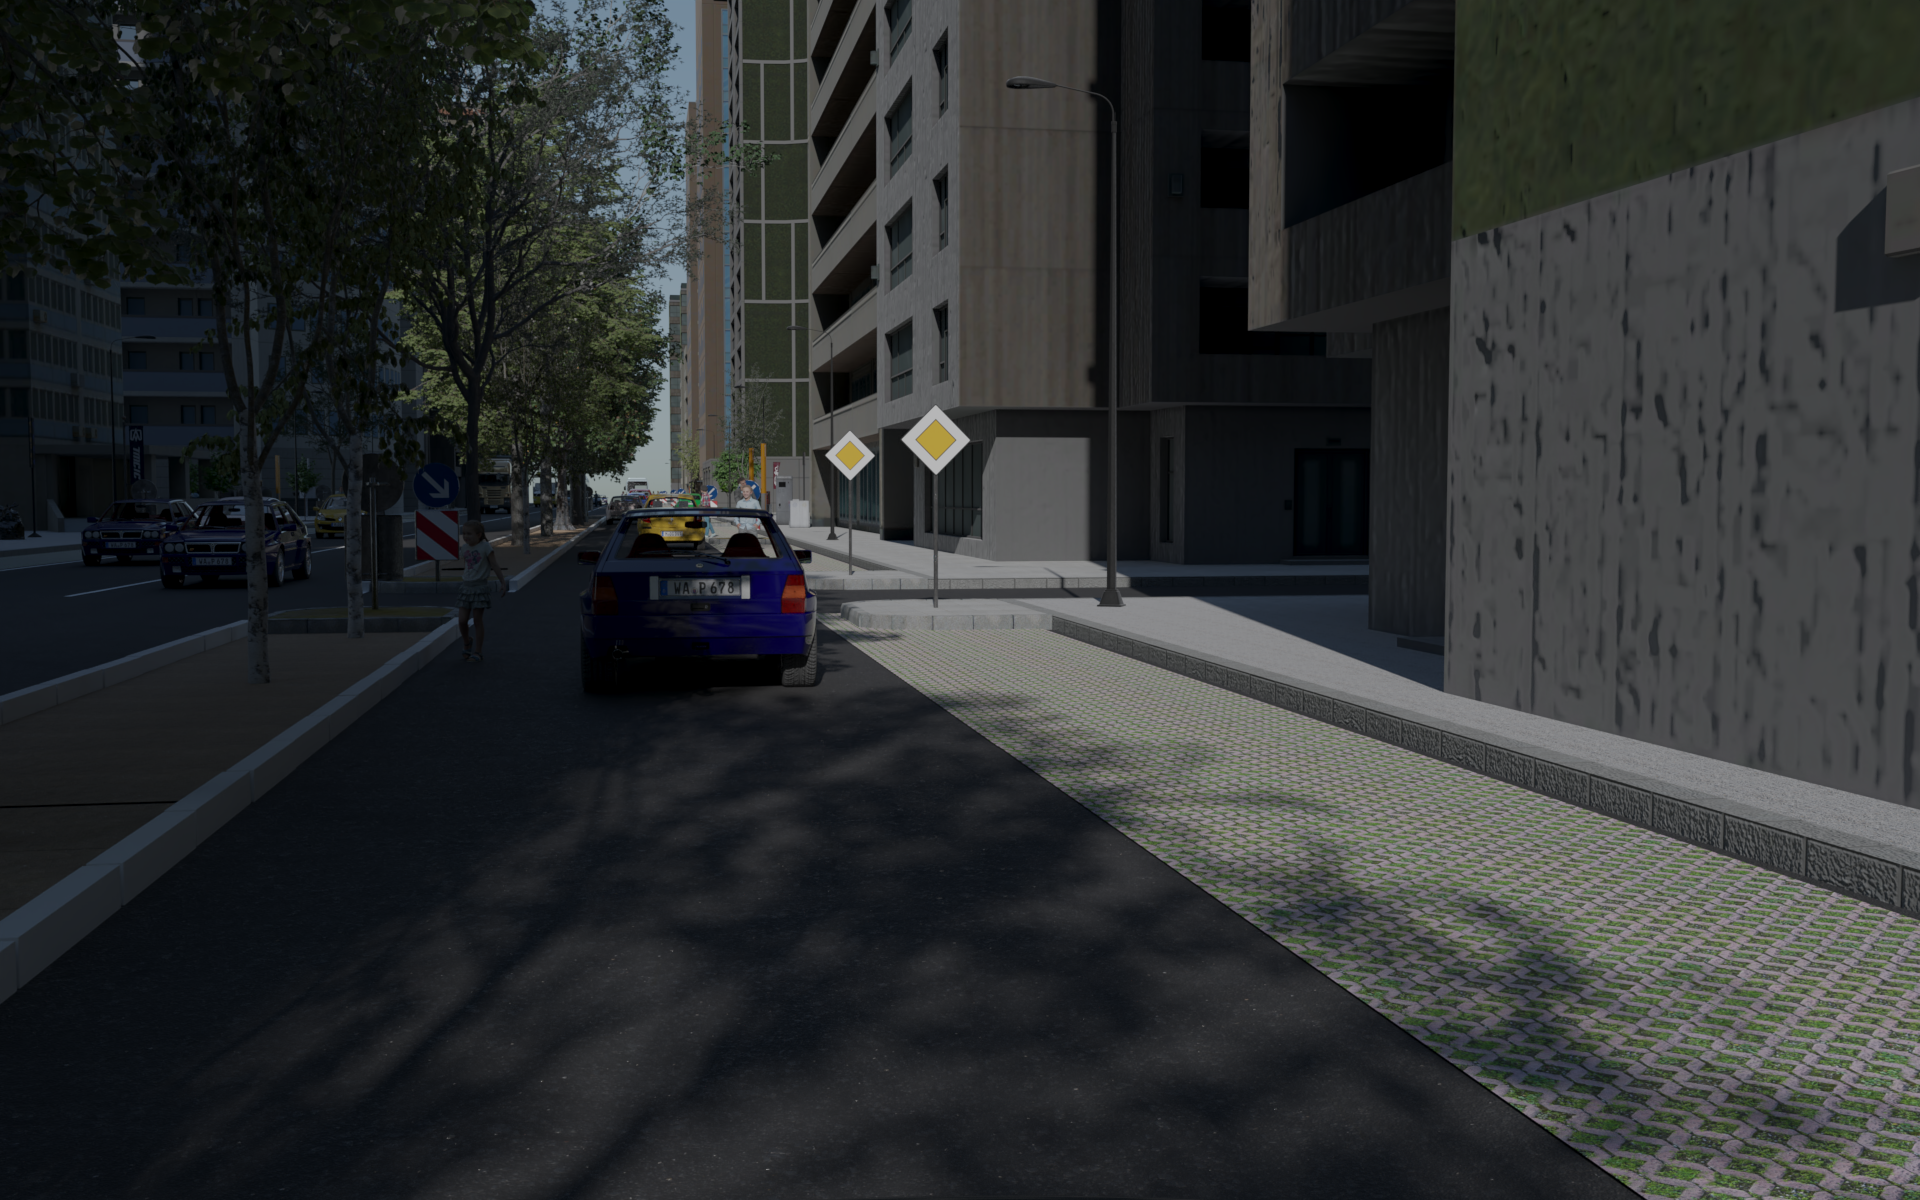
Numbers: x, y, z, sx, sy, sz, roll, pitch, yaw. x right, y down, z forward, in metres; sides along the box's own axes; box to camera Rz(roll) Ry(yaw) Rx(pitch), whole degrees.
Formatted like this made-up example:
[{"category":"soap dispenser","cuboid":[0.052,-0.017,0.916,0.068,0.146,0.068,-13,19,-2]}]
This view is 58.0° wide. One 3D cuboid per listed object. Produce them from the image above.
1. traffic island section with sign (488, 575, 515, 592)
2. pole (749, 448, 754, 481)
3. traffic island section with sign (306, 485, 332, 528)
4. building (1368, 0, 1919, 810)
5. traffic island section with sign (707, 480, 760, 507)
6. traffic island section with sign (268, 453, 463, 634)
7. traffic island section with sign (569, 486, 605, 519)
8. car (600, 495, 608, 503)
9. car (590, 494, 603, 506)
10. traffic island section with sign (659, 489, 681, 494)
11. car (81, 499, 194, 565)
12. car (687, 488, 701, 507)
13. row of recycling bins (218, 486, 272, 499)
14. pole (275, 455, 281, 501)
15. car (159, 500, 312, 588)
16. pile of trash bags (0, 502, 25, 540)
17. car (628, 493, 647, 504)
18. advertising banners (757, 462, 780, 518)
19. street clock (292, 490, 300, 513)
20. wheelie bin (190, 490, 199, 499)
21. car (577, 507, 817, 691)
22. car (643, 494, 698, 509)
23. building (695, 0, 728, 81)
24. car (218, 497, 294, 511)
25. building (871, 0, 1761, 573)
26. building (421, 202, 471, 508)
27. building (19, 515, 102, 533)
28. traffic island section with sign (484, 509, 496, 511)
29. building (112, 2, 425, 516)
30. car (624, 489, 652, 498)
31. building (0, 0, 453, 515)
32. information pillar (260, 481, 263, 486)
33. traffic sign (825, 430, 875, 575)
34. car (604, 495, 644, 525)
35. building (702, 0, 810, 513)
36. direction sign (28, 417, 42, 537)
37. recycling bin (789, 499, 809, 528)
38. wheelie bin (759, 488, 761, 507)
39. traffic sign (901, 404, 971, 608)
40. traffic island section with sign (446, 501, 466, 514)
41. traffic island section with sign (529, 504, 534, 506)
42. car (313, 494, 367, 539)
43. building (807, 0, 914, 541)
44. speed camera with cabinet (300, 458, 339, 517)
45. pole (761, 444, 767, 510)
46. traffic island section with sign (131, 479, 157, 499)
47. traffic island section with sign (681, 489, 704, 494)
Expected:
[{"category":"traffic island section with sign","cuboid":[-7.756,-1.089,25.941,2.006,1.907,1.989,-1,4,-10]},{"category":"pole","cuboid":[-9.259,-5.084,76.964,0.158,3.312,0.155,0,3,0]},{"category":"traffic island section with sign","cuboid":[-26.897,-3.947,73.155,1.989,1.847,2.006,-1,4,-10]},{"category":"building","cuboid":[9.644,-14.795,13.598,14.160,30.474,14.107,-1,4,-10]},{"category":"traffic island section with sign","cuboid":[-6.227,-2.522,49.860,1.989,1.847,2.006,-1,4,-10]},{"category":"traffic island section with sign","cuboid":[-6.412,-0.643,18.656,2.006,1.907,1.989,-1,4,-10]},{"category":"traffic island section with sign","cuboid":[-21.496,-5.607,99.817,2.006,1.907,1.989,-1,4,-10]},{"category":"car","cuboid":[-50.794,-14.232,245.277,1.945,1.354,3.894,-1,4,-12]},{"category":"car","cuboid":[-44.257,-12.228,209.716,2.009,1.686,4.222,-1,4,-10]},{"category":"traffic island section with sign","cuboid":[-25.256,-8.783,152.224,1.989,1.847,2.006,-1,4,-10]},{"category":"car","cuboid":[-16.996,-1.439,36.116,1.945,1.354,3.894,-1,4,-12]},{"category":"car","cuboid":[-17.550,-6.334,112.357,1.959,1.807,4.718,-1,4,-12]},{"category":"row of recycling bins","cuboid":[-37.866,-5.106,90.603,3.534,1.692,1.069,-1,4,-17]},{"category":"pole","cuboid":[-35.942,-5.960,91.290,0.158,3.312,0.155,0,3,0]},{"category":"car","cuboid":[-11.575,-0.931,27.799,1.945,1.354,3.894,-1,4,-11]},{"category":"pile of trash bags","cuboid":[-28.044,-2.351,48.189,3.447,1.369,1.912,-3,4,-39]},{"category":"car","cuboid":[-21.848,-6.563,116.889,1.945,1.707,3.694,-1,4,-11]},{"category":"advertising banners","cuboid":[-10.491,-5.966,93.725,0.090,3.025,2.074,3,5,43]},{"category":"street clock","cuboid":[-31.633,-4.769,82.536,0.471,2.002,0.358,-2,4,-34]},{"category":"wheelie bin","cuboid":[-41.573,-5.281,94.250,0.693,1.594,0.980,-3,4,-37]},{"category":"car","cuboid":[-2.136,-0.090,14.059,1.945,1.354,3.894,-1,4,-9]},{"category":"car","cuboid":[-7.559,-2.140,45.218,2.015,1.641,3.980,-1,4,-11]},{"category":"building","cuboid":[-14.271,-30.072,141.791,14.600,45.320,14.200,-1,4,-10]},{"category":"car","cuboid":[-18.093,-1.925,43.837,2.083,1.381,4.827,-1,4,-9]},{"category":"building","cuboid":[5.972,-16.175,36.163,14.107,30.474,14.160,-1,4,-10]},{"category":"building","cuboid":[-51.548,-23.458,155.236,14.160,30.474,14.107,-1,4,-10]},{"category":"building","cuboid":[-45.346,-22.656,62.309,32.217,40.220,23.993,-1,4,-10]},{"category":"traffic island section with sign","cuboid":[-41.063,-8.604,149.307,1.989,1.847,2.006,-1,4,-10]},{"category":"building","cuboid":[-46.757,-34.672,108.888,21.231,58.520,28.212,-1,4,-10]},{"category":"car","cuboid":[-23.143,-7.134,125.309,2.281,1.827,5.304,-1,4,-11]},{"category":"building","cuboid":[-56.949,-27.044,134.058,32.217,40.220,23.993,-1,4,-10]},{"category":"information pillar","cuboid":[-38.475,-5.540,95.078,0.304,2.012,0.304,1,4,9]},{"category":"traffic sign","cuboid":[-1.735,-1.448,27.322,0.795,2.450,0.064,-1,4,-10]},{"category":"car","cuboid":[-15.931,-4.301,82.689,2.083,1.381,4.827,-1,4,-10]},{"category":"building","cuboid":[-8.029,-41.936,123.905,20.563,71.187,20.611,-1,4,-10]},{"category":"direction sign","cuboid":[-27.440,-3.624,51.254,0.379,3.537,0.876,-1,4,-20]},{"category":"recycling bin","cuboid":[-6.130,-3.262,65.894,0.722,1.027,0.722,-1,4,-11]},{"category":"wheelie bin","cuboid":[-11.154,-5.386,95.969,0.693,1.594,0.980,2,4,34]},{"category":"traffic sign","cuboid":[-0.276,-0.968,19.471,0.795,2.450,0.064,-1,4,-10]},{"category":"traffic island section with sign","cuboid":[-36.131,-6.983,122.805,1.989,1.847,2.006,-1,4,-10]},{"category":"traffic island section with sign","cuboid":[-56.018,-13.527,229.787,1.989,1.847,2.006,-1,4,-10]},{"category":"car","cuboid":[-20.194,-2.871,57.162,2.015,1.641,3.980,-1,4,-12]},{"category":"building","cuboid":[6.468,-26.586,58.383,21.300,48.544,21.600,-1,4,-10]},{"category":"speed camera with cabinet","cuboid":[-35.657,-6.242,96.400,2.038,3.252,0.660,-3,5,-45]},{"category":"pole","cuboid":[-7.933,-4.659,70.018,0.158,3.312,0.155,0,3,0]},{"category":"traffic island section with sign","cuboid":[-21.926,-2.308,46.367,1.989,1.847,2.006,-1,4,-10]},{"category":"traffic island section with sign","cuboid":[-11.150,-4.143,76.364,1.989,1.847,2.006,-1,4,-10]}]
